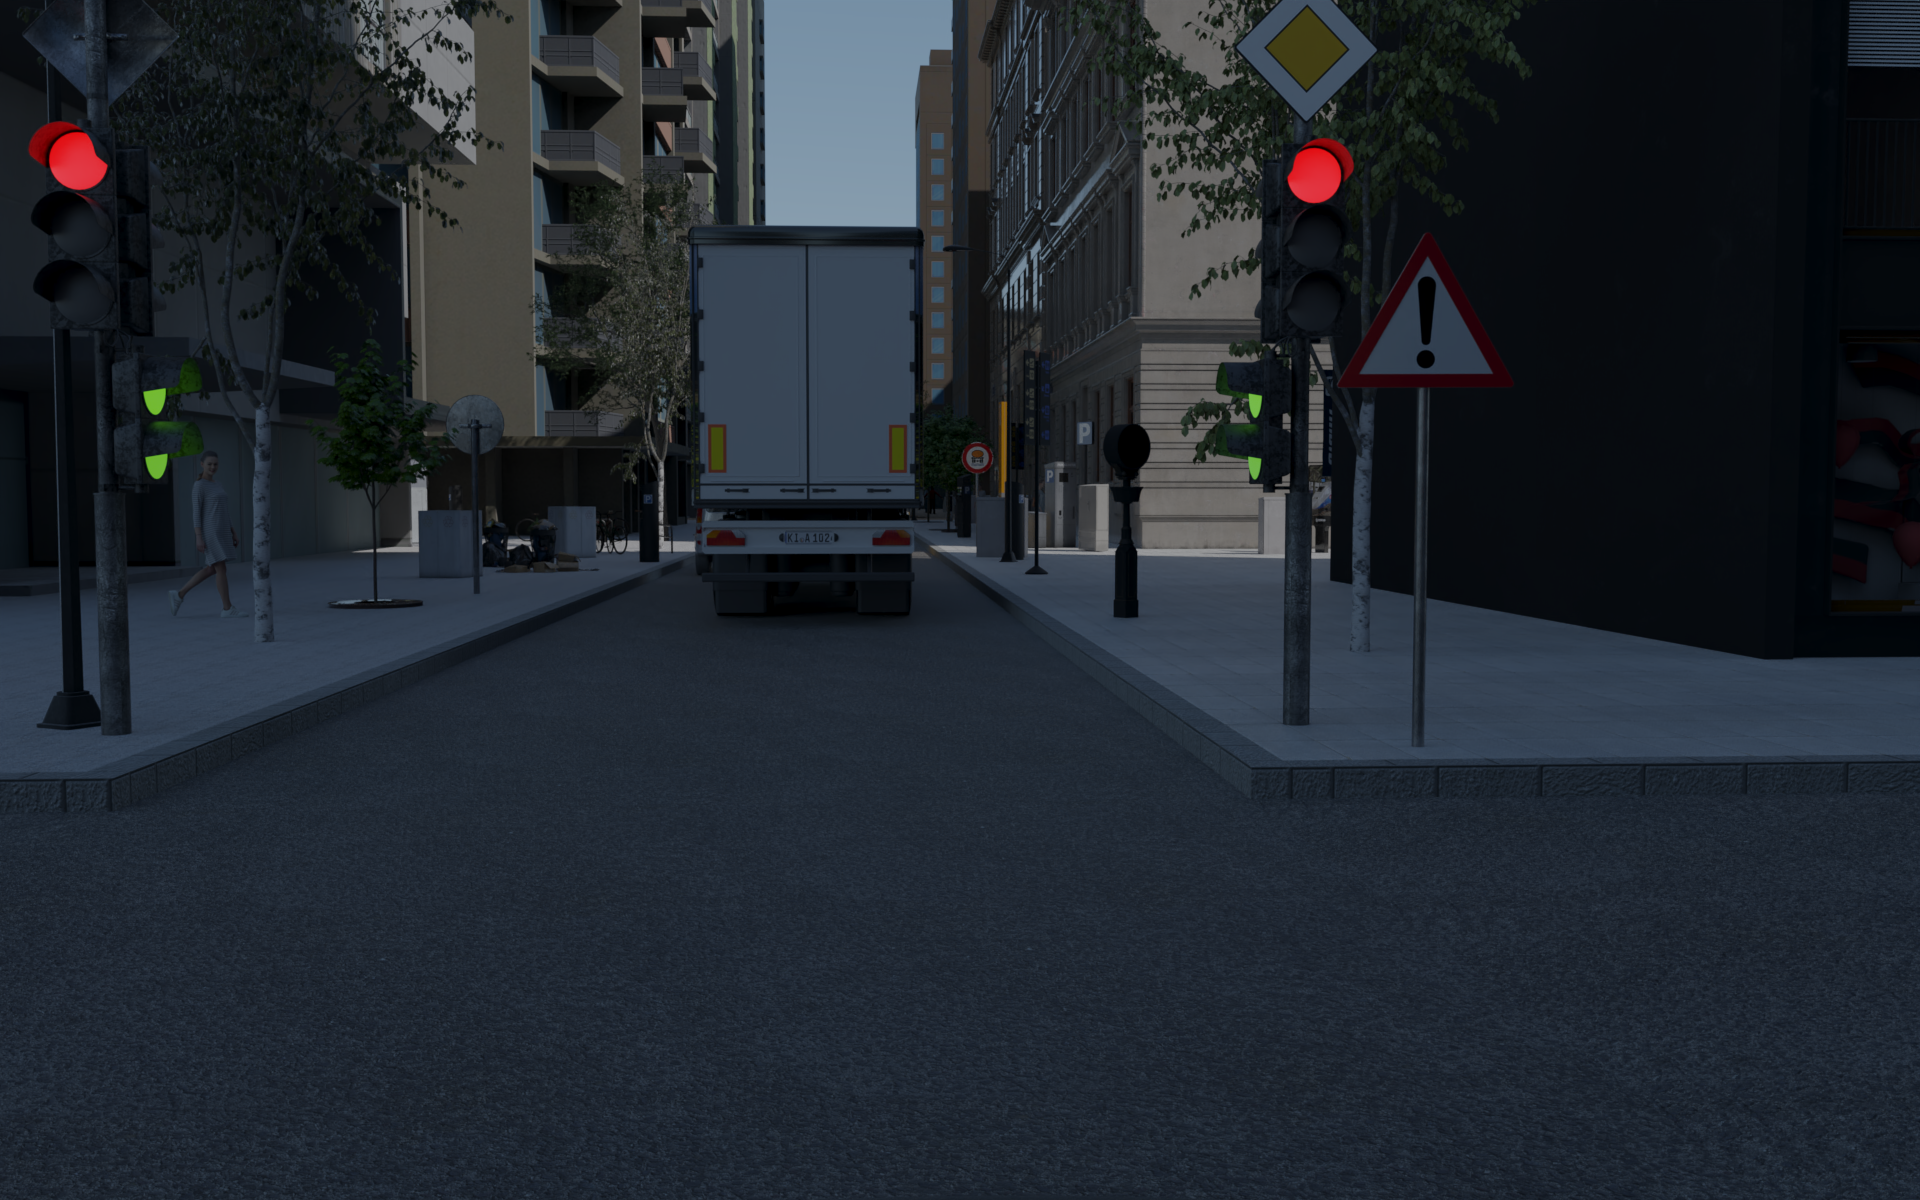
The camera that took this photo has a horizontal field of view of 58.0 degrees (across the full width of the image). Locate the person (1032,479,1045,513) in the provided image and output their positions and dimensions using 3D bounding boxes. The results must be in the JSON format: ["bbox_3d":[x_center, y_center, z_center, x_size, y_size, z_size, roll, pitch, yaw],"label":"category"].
[{"bbox_3d":[2.257,-2.526,48.344,0.522,1.701,0.512,2,4,25],"label":"person"}]

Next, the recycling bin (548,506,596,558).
[{"bbox_3d":[-7.826,-1.370,34.947,0.722,1.027,0.722,-3,5,-42],"label":"recycling bin"}]

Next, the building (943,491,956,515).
[{"bbox_3d":[15.297,-25.889,115.169,32.217,40.220,23.993,0,4,-3],"label":"building"}]

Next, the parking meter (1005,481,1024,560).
[{"bbox_3d":[1.056,-1.548,33.719,0.372,1.533,0.369,0,3,0],"label":"parking meter"}]

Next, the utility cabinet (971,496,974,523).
[{"bbox_3d":[0.826,-3.945,75.668,1.020,1.237,0.306,0,4,-5],"label":"utility cabinet"}]

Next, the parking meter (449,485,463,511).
[{"bbox_3d":[-14.498,-2.532,49.817,0.372,1.533,0.369,0,3,0],"label":"parking meter"}]

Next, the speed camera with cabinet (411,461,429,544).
[{"bbox_3d":[-14.324,-3.134,45.584,0.660,3.252,2.038,-1,4,-17],"label":"speed camera with cabinet"}]

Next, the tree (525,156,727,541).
[{"bbox_3d":[-8.012,-6.898,47.189,8.767,10.594,7.601,0,4,3],"label":"tree"}]

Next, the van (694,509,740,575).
[{"bbox_3d":[-3.899,-1.531,32.050,2.013,2.044,4.112,0,4,-2],"label":"van"}]

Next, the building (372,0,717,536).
[{"bbox_3d":[-20.821,-25.055,64.268,22.147,44.769,28.867,0,4,-3],"label":"building"}]

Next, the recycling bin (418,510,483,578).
[{"bbox_3d":[-7.865,-0.868,26.749,0.722,1.027,0.722,1,4,15],"label":"recycling bin"}]

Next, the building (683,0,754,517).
[{"bbox_3d":[-21.582,-26.606,118.600,14.154,41.232,14.086,0,4,-3],"label":"building"}]

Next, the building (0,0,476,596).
[{"bbox_3d":[-23.557,-26.727,26.220,28.713,52.752,27.495,0,4,-3],"label":"building"}]

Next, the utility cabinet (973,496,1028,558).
[{"bbox_3d":[0.857,-1.468,35.159,1.020,1.237,0.306,1,4,17],"label":"utility cabinet"}]

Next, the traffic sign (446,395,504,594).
[{"bbox_3d":[-6.217,-1.352,22.206,0.768,2.556,0.104,0,4,4],"label":"traffic sign"}]

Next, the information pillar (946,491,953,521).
[{"bbox_3d":[-0.490,-4.697,81.289,0.304,2.012,0.304,0,4,-6],"label":"information pillar"}]

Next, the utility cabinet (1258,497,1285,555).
[{"bbox_3d":[6.879,-1.576,36.926,1.020,1.237,0.306,-1,4,-14],"label":"utility cabinet"}]

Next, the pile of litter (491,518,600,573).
[{"bbox_3d":[-6.813,-0.903,28.725,1.719,0.858,1.176,-1,4,-12],"label":"pile of litter"}]

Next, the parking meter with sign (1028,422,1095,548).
[{"bbox_3d":[2.378,-2.760,41.391,1.738,3.016,0.543,-3,4,-37],"label":"parking meter with sign"}]

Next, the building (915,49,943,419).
[{"bbox_3d":[2.750,-32.320,178.539,14.200,45.320,14.600,0,4,-3],"label":"building"}]

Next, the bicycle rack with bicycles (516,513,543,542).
[{"bbox_3d":[-10.511,-2.038,46.702,2.925,0.926,2.852,0,4,-4],"label":"bicycle rack with bicycles"}]

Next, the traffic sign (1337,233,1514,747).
[{"bbox_3d":[2.326,-0.533,8.725,0.884,2.594,0.081,0,4,-1],"label":"traffic sign"}]

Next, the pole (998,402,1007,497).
[{"bbox_3d":[0.957,-2.726,38.415,0.158,3.312,0.155,0,3,0],"label":"pole"}]

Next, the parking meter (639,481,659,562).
[{"bbox_3d":[-5.859,-1.481,32.632,0.372,1.533,0.369,0,3,0],"label":"parking meter"}]

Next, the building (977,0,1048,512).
[{"bbox_3d":[7.798,-16.842,72.630,12.463,27.353,25.104,0,4,-3],"label":"building"}]

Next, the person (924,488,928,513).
[{"bbox_3d":[-2.185,-6.790,117.147,0.705,1.814,1.350,1,4,20],"label":"person"}]

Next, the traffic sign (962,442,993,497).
[{"bbox_3d":[0.431,-2.602,42.644,0.768,2.556,0.104,0,4,0],"label":"traffic sign"}]

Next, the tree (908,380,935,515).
[{"bbox_3d":[-3.253,-9.512,105.889,4.737,8.622,4.395,0,3,0],"label":"tree"}]

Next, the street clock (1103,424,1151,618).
[{"bbox_3d":[1.727,-0.819,17.960,0.471,2.002,0.358,-3,4,-37],"label":"street clock"}]

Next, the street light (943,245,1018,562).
[{"bbox_3d":[0.375,-3.667,32.495,1.470,5.913,1.316,0,4,-3],"label":"street light"}]

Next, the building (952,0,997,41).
[{"bbox_3d":[6.878,-27.216,95.089,14.600,45.320,14.200,0,4,-3],"label":"building"}]

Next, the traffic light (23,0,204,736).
[{"bbox_3d":[-4.493,-1.237,9.141,0.839,4.253,0.868,0,4,-3],"label":"traffic light"}]

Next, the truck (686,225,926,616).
[{"bbox_3d":[-1.935,-2.128,23.706,2.839,4.237,11.283,0,4,-3],"label":"truck"}]

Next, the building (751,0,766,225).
[{"bbox_3d":[-27.283,-31.850,144.444,21.600,48.544,21.300,0,4,-3],"label":"building"}]

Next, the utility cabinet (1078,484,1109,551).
[{"bbox_3d":[2.985,-1.850,38.924,0.318,1.500,1.173,-1,4,-15],"label":"utility cabinet"}]

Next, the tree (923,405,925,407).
[{"bbox_3d":[-4.334,-10.390,120.235,4.360,8.622,3.978,0,3,0],"label":"tree"}]

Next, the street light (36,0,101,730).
[{"bbox_3d":[-4.360,-2.256,9.426,1.470,5.913,1.316,0,4,-3],"label":"street light"}]

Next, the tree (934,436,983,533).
[{"bbox_3d":[-0.006,-3.879,58.024,1.663,3.219,1.824,0,3,0],"label":"tree"}]

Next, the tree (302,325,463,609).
[{"bbox_3d":[-6.737,-1.529,19.594,1.663,3.219,1.824,0,3,0],"label":"tree"}]

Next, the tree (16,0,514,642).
[{"bbox_3d":[-6.046,-3.955,15.019,4.360,8.622,3.978,0,3,0],"label":"tree"}]

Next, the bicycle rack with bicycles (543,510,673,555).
[{"bbox_3d":[-7.437,-1.493,37.797,2.852,0.926,2.925,-1,4,-19],"label":"bicycle rack with bicycles"}]

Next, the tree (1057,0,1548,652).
[{"bbox_3d":[3.120,-3.896,14.063,4.737,8.622,4.395,0,3,0],"label":"tree"}]

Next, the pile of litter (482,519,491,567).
[{"bbox_3d":[-8.031,-1.040,30.976,1.176,0.858,1.719,0,4,8],"label":"pile of litter"}]

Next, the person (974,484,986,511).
[{"bbox_3d":[0.826,-4.097,73.783,0.466,1.731,0.760,-2,4,-28],"label":"person"}]

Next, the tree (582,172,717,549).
[{"bbox_3d":[-6.942,-5.517,40.568,4.360,8.622,3.978,0,3,0],"label":"tree"}]

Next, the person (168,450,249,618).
[{"bbox_3d":[-7.786,-0.680,17.909,0.760,1.731,0.466,-2,4,-24],"label":"person"}]

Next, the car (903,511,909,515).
[{"bbox_3d":[-2.181,-1.889,41.110,2.015,1.641,3.980,0,4,-5],"label":"car"}]

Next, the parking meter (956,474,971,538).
[{"bbox_3d":[0.115,-2.767,50.959,0.399,1.863,0.255,-3,5,-41],"label":"parking meter"}]

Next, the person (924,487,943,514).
[{"bbox_3d":[-1.743,-6.367,110.108,1.348,1.831,0.705,1,4,11],"label":"person"}]

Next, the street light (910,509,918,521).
[{"bbox_3d":[-2.756,-6.782,83.424,1.470,5.913,1.316,0,4,-3],"label":"street light"}]

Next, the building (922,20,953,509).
[{"bbox_3d":[8.145,-50.673,141.177,22.319,86.520,31.000,0,4,-3],"label":"building"}]

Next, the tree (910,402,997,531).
[{"bbox_3d":[-0.349,-4.739,61.197,4.285,4.588,4.351,0,3,0],"label":"tree"}]

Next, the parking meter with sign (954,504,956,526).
[{"bbox_3d":[0.085,-4.523,70.209,0.543,3.016,1.738,0,4,7],"label":"parking meter with sign"}]

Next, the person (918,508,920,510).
[{"bbox_3d":[-3.346,-8.084,138.743,0.721,1.766,1.217,0,4,7],"label":"person"}]

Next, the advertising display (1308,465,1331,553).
[{"bbox_3d":[7.915,-1.996,37.841,0.123,1.923,0.974,-1,4,-23],"label":"advertising display"}]

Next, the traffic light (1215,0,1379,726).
[{"bbox_3d":[1.856,-1.261,9.543,0.839,4.253,0.868,0,4,-3],"label":"traffic light"}]

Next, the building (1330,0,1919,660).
[{"bbox_3d":[13.746,-11.598,19.302,15.834,23.373,12.332,0,4,-3],"label":"building"}]

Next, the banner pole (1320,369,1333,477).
[{"bbox_3d":[6.767,-2.491,30.746,0.863,3.779,0.401,-1,4,-22],"label":"banner pole"}]

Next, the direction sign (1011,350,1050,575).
[{"bbox_3d":[1.226,-2.180,27.644,0.379,3.537,0.876,2,4,30],"label":"direction sign"}]

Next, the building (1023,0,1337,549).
[{"bbox_3d":[8.594,-13.060,49.695,11.583,22.565,21.152,0,4,-3],"label":"building"}]
